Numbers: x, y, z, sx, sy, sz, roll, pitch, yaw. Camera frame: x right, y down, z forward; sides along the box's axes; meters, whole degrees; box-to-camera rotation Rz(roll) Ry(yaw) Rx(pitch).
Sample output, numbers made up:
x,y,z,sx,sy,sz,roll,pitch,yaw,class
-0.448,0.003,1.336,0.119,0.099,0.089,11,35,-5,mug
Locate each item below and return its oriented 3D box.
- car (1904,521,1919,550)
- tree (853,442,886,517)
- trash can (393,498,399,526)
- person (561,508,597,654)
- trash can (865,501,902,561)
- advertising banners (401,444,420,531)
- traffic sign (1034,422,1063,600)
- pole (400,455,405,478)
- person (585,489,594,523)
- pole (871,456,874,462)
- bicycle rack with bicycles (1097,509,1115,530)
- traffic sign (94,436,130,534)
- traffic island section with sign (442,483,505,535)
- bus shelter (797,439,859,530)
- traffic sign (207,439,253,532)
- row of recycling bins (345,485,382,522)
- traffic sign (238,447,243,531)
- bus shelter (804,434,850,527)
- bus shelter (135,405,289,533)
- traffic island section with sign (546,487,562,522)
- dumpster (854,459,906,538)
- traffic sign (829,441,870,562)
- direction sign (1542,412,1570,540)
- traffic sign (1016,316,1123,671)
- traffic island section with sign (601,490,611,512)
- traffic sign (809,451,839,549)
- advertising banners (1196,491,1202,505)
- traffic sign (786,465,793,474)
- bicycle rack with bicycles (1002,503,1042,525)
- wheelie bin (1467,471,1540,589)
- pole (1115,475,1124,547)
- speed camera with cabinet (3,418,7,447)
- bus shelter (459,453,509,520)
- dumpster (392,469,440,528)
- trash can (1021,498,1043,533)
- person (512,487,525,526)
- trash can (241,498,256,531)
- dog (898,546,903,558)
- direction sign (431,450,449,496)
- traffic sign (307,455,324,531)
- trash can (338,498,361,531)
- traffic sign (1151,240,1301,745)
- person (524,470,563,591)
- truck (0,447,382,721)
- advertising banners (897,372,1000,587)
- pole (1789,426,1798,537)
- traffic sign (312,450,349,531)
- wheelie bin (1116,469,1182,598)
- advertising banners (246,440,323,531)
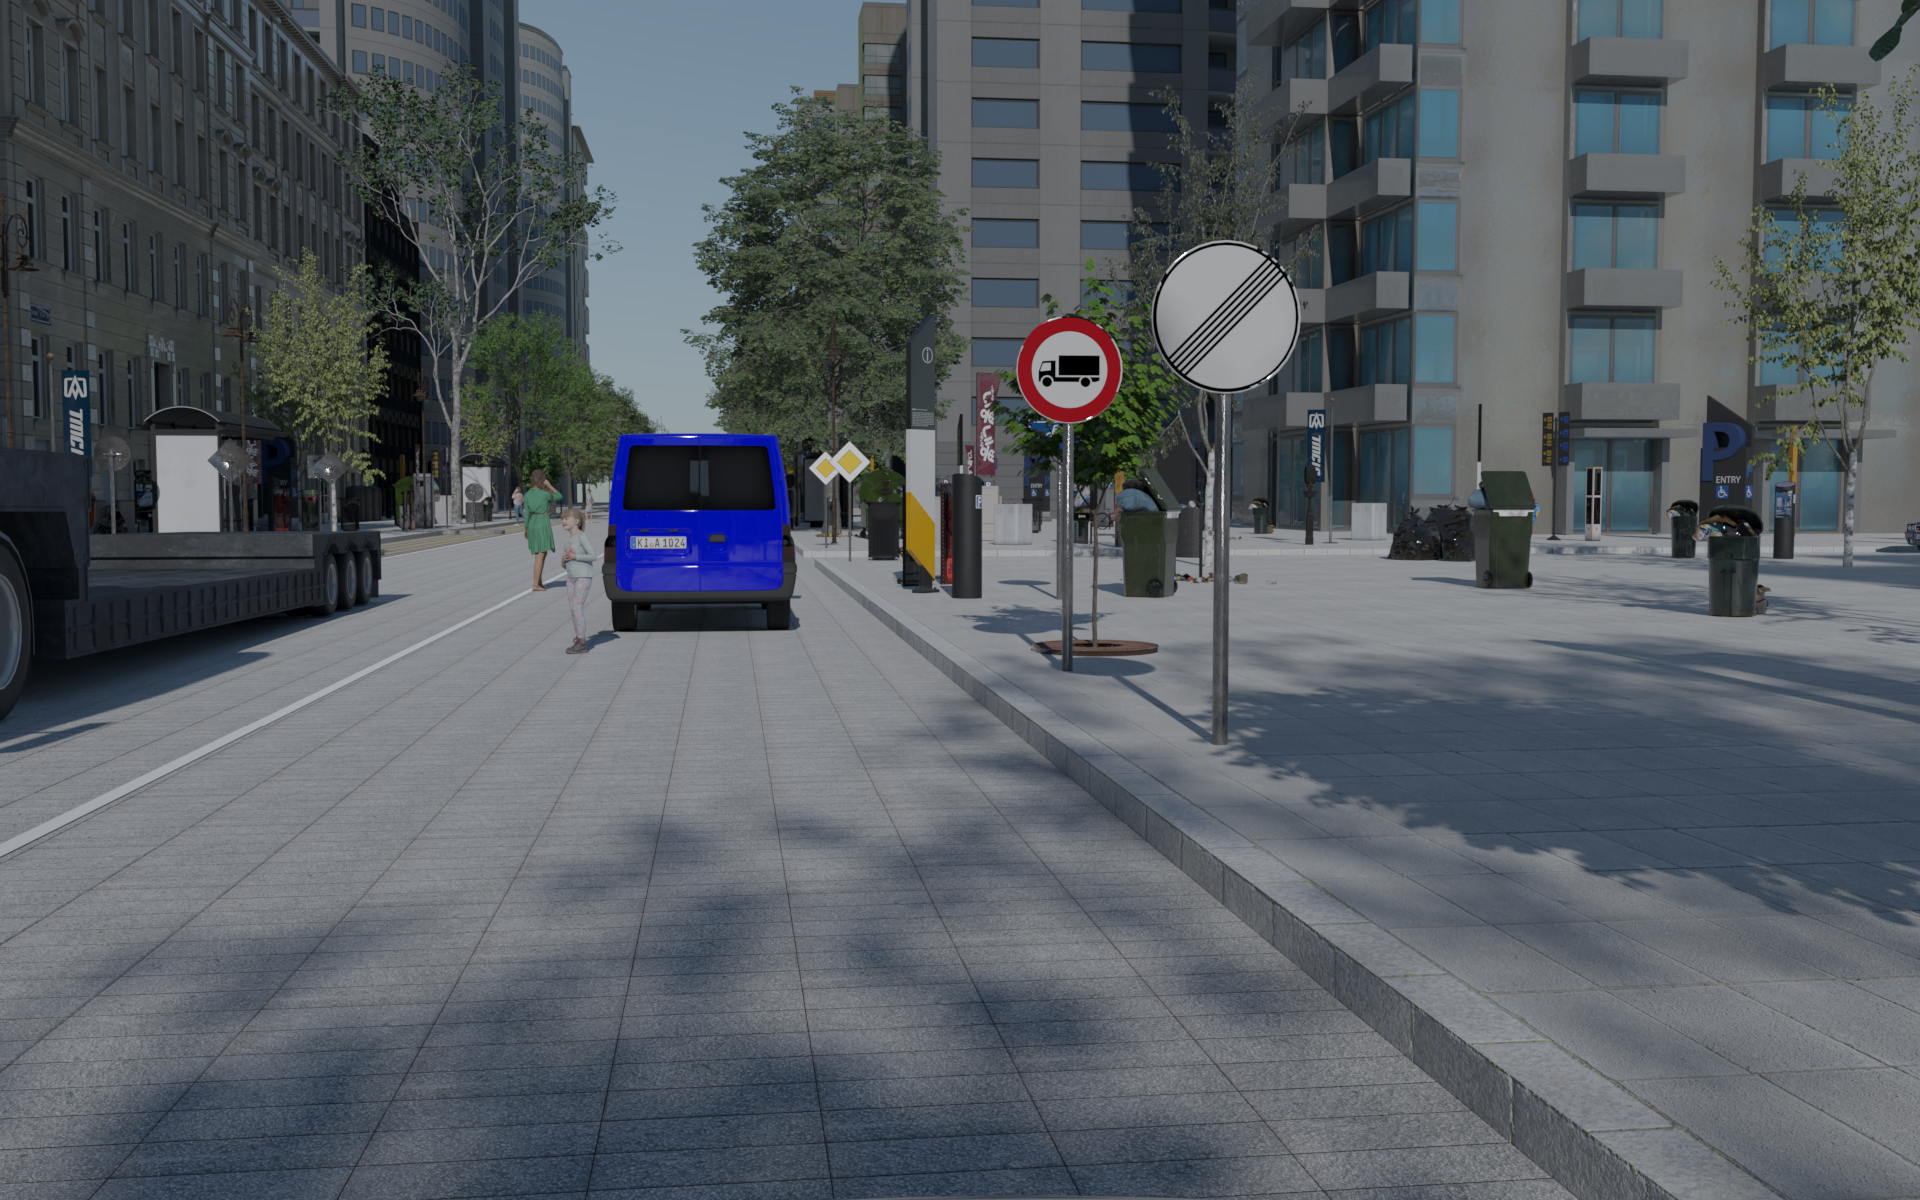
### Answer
x,y,z,sx,sy,sz,roll,pitch,yaw,class
24.606,-1.742,41.063,3.894,1.354,1.945,-1,4,-8,car
-5.526,-7.051,99.003,4.285,4.588,4.351,0,3,0,tree
-22.383,-3.536,69.467,0.748,1.137,0.748,0,3,0,trash can
-3.467,-0.175,15.641,0.425,1.301,0.394,2,4,25,person
-1.475,-1.335,33.485,0.748,1.137,0.748,0,3,0,trash can
-19.164,-3.934,60.511,0.090,3.025,2.074,0,3,0,advertising banners
1.212,-1.276,20.974,0.768,2.556,0.104,0,4,1,traffic sign
-29.578,-5.993,91.824,0.158,3.312,0.155,0,3,0,pole
-18.299,-4.649,85.508,0.522,1.701,0.512,0,4,3,person
-4.664,-6.018,92.241,0.158,3.312,0.155,0,3,0,pole
6.661,-2.995,62.356,2.925,0.926,2.852,2,4,35,bicycle rack with bicycles
-18.605,-2.319,38.019,0.768,2.556,0.104,0,4,-4,traffic sign
-17.294,-3.245,61.681,1.989,1.847,2.006,0,4,-8,traffic island section with sign
-4.889,-4.282,63.939,2.014,3.302,5.546,0,4,-8,bus shelter
-13.188,-1.694,31.339,0.795,2.450,0.064,0,4,-8,traffic sign
-28.144,-4.572,81.861,1.069,1.692,3.534,0,4,-2,row of recycling bins
-19.622,-2.879,47.180,0.768,2.556,0.104,0,4,2,traffic sign
-5.450,-4.867,70.866,1.731,3.624,6.357,0,4,-8,bus shelter
-18.121,-2.959,42.305,2.014,3.302,5.546,0,4,-7,bus shelter
-20.895,-4.879,88.395,1.989,1.847,2.006,0,4,-8,traffic island section with sign
-2.210,-2.875,49.499,1.502,2.255,1.985,0,4,-8,dumpster
-2.090,-1.784,32.806,0.795,2.450,0.064,0,4,-8,traffic sign
16.484,-3.424,47.979,0.379,3.537,0.876,-2,4,-34,direction sign
0.779,-0.757,12.483,0.768,2.556,0.104,0,4,-5,traffic sign
-27.564,-7.913,138.009,1.989,1.847,2.006,0,4,-8,traffic island section with sign
-3.155,-2.268,40.720,0.795,2.450,0.064,0,4,-8,traffic sign
10.566,-5.004,78.003,0.090,3.025,2.074,2,4,25,advertising banners
-11.910,-7.309,113.368,2.265,3.308,0.079,0,4,1,traffic sign
2.312,-3.551,71.439,2.852,0.926,2.925,0,4,6,bicycle rack with bicycles
7.371,-0.962,23.630,0.980,1.594,0.693,0,4,-8,wheelie bin
3.835,-2.922,41.611,0.158,3.312,0.155,0,3,0,pole
-25.520,-3.093,44.911,2.038,3.252,0.660,0,4,-7,speed camera with cabinet
-24.479,-5.804,88.816,2.014,3.302,5.546,0,4,-8,bus shelter
-20.705,-3.879,65.917,1.502,2.255,1.985,0,4,-8,dumpster
2.364,-2.767,56.900,0.748,1.137,0.748,0,3,0,trash can
-19.846,-4.226,78.189,0.643,1.750,0.593,2,4,26,person
-23.335,-2.738,56.418,0.748,1.137,0.748,0,3,0,trash can
-1.377,-1.012,35.840,0.540,0.507,0.406,-1,4,-12,dog
-26.794,-5.954,89.345,0.876,3.537,0.379,-2,4,-26,direction sign
-16.746,-2.642,45.321,0.606,2.300,0.079,0,4,-6,traffic sign
-20.812,-2.900,59.067,0.748,1.137,0.748,0,3,0,trash can
1.332,-0.532,8.800,0.768,2.556,0.104,0,4,-6,traffic sign
-6.255,-1.037,25.704,0.600,1.795,0.529,1,4,16,person
-7.566,-1.452,13.496,2.967,4.110,18.799,0,4,-8,truck
-0.119,-1.736,24.566,0.090,3.025,2.074,3,5,44,advertising banners
24.926,-3.548,51.847,0.158,3.312,0.155,0,3,0,pole
-14.253,-2.178,39.253,0.795,2.450,0.064,0,4,-8,traffic sign
2.341,-0.839,21.634,0.693,1.594,0.980,2,4,24,wheelie bin
-18.151,-3.069,46.362,2.074,3.025,0.090,-3,4,-36,advertising banners
